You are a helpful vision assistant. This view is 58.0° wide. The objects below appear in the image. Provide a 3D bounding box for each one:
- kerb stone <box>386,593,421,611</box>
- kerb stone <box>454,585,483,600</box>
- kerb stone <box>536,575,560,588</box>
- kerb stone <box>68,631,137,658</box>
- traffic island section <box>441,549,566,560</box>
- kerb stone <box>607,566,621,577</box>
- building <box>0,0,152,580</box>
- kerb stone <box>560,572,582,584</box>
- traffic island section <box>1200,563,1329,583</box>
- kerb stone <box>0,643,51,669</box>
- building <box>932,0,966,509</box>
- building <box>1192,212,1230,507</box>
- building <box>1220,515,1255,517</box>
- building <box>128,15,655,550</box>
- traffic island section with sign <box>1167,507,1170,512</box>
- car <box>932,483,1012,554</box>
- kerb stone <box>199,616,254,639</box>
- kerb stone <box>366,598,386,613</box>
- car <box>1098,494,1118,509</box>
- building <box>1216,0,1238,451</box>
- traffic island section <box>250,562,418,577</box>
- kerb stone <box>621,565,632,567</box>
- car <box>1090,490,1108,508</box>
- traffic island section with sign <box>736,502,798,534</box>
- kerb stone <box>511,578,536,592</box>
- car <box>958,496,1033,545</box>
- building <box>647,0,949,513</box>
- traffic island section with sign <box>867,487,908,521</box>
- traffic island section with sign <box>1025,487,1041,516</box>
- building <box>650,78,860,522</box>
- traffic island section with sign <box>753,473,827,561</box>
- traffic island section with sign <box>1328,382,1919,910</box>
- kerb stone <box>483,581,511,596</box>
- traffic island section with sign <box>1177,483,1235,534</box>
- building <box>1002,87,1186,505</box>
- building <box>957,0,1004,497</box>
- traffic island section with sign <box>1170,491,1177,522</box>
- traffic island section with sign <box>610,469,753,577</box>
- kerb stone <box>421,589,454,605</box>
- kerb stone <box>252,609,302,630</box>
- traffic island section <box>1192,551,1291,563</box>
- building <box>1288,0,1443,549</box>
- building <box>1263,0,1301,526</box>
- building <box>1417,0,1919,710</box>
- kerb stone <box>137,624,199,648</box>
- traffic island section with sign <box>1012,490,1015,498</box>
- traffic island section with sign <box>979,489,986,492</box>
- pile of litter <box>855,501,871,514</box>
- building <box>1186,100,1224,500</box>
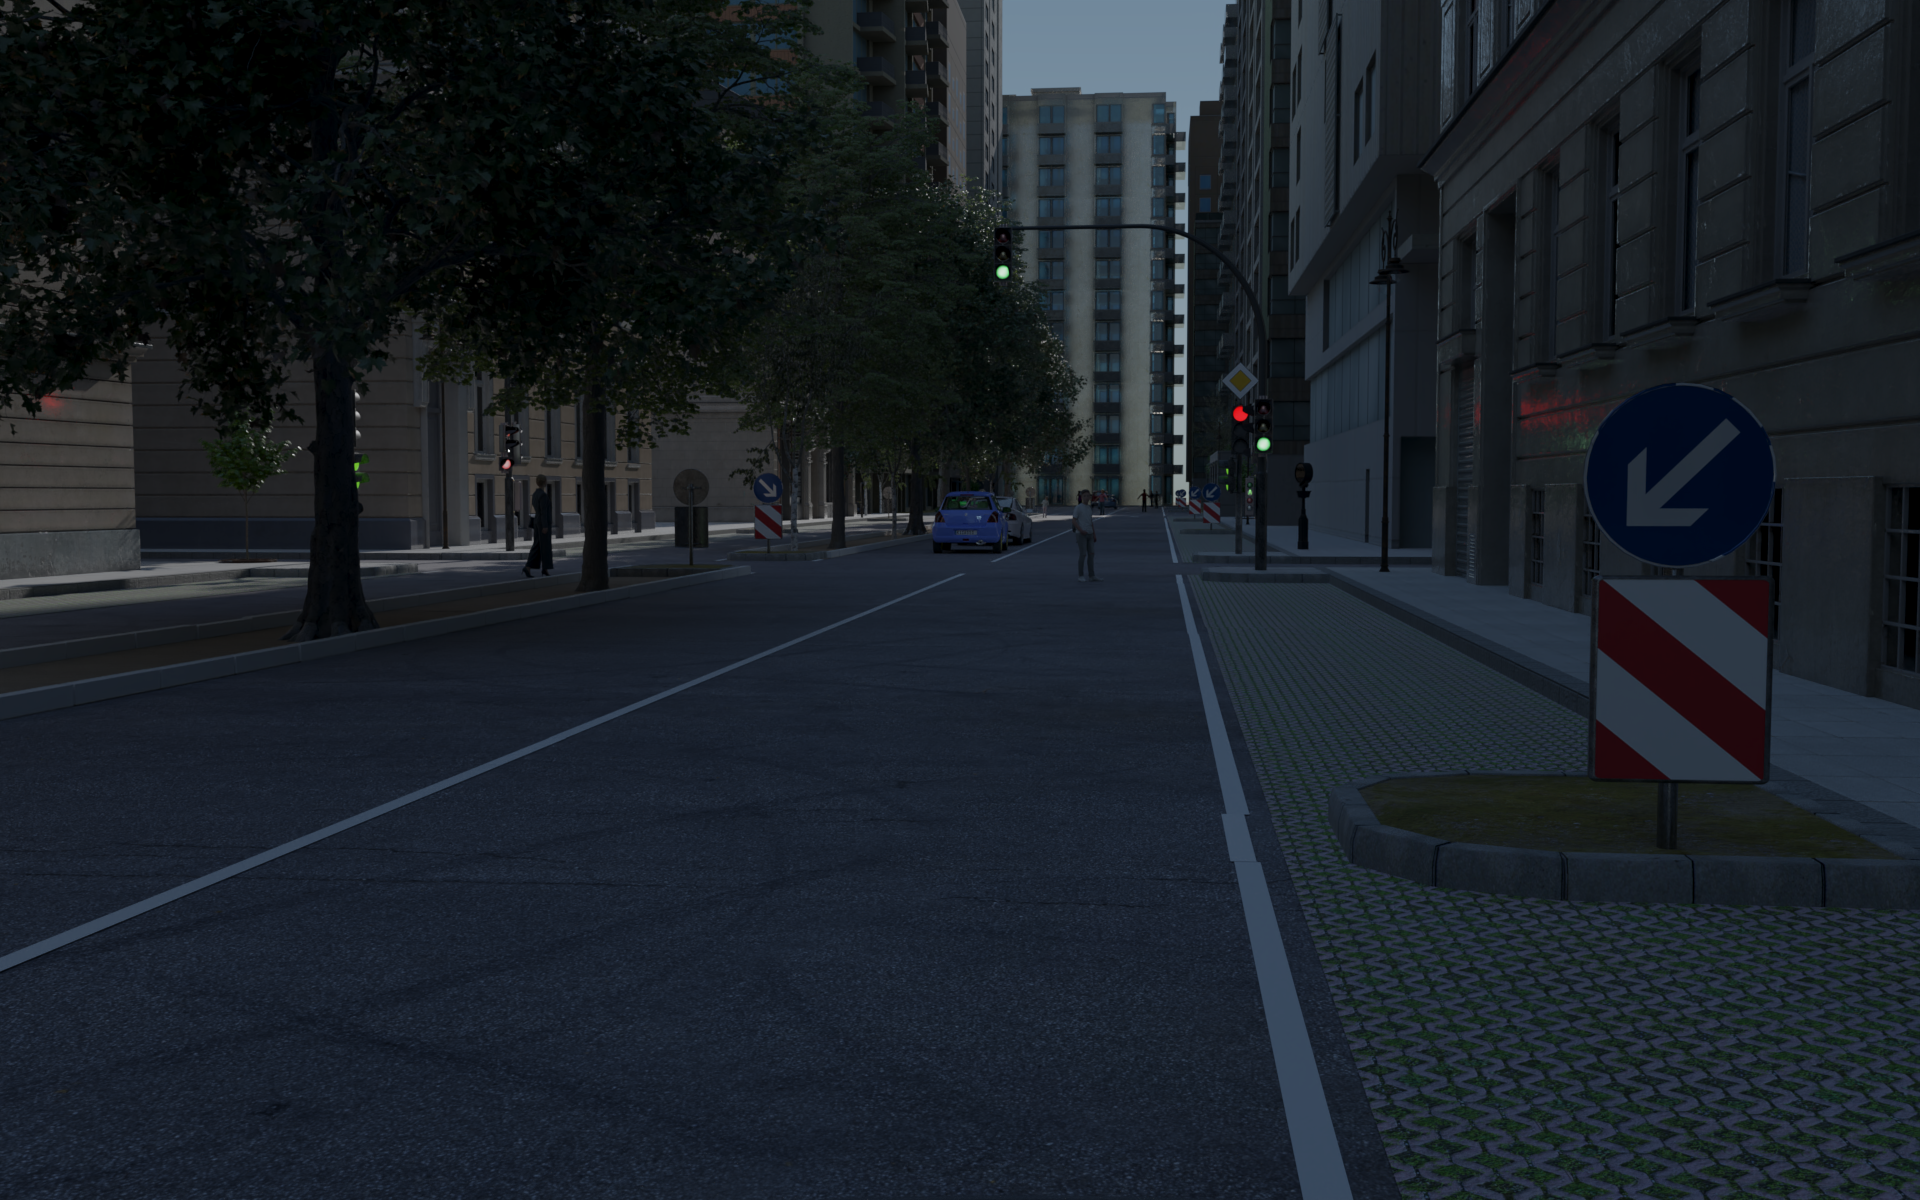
[{"bbox_3d":[-7.014,0.038,21.579,0.120,0.150,1.000,0,4,7],"label":"kerb stone"},{"bbox_3d":[-6.788,-0.087,23.611,0.120,0.150,1.000,0,4,7],"label":"kerb stone"},{"bbox_3d":[-6.429,-0.272,26.659,0.120,0.150,1.000,0,4,7],"label":"kerb stone"},{"bbox_3d":[-7.721,0.412,15.467,0.120,0.150,1.000,0,4,7],"label":"kerb stone"},{"bbox_3d":[-10.141,-1.021,38.978,2.009,0.180,2.903,0,4,7],"label":"traffic island section"},{"bbox_3d":[-6.078,-0.460,29.711,0.120,0.150,1.000,0,4,7],"label":"kerb stone"},{"bbox_3d":[-31.285,-12.619,25.398,34.723,24.649,14.460,0,4,7],"label":"building"},{"bbox_3d":[-6.311,-0.335,27.675,0.120,0.150,1.000,0,4,7],"label":"kerb stone"},{"bbox_3d":[5.081,-0.423,29.191,2.009,0.180,2.903,0,4,7],"label":"traffic island section"},{"bbox_3d":[-7.832,0.476,14.451,0.120,0.150,1.000,0,4,7],"label":"kerb stone"},{"bbox_3d":[-7.108,-30.569,149.915,14.600,45.320,14.200,0,4,7],"label":"building"},{"bbox_3d":[31.106,-24.905,178.890,14.160,30.474,14.107,0,4,7],"label":"building"},{"bbox_3d":[25.139,-40.398,98.759,20.563,71.187,20.611,0,4,7],"label":"building"},{"bbox_3d":[-17.676,-16.107,49.257,13.634,28.700,20.117,0,4,7],"label":"building"},{"bbox_3d":[17.645,-7.936,138.386,1.989,1.847,2.006,0,4,7],"label":"traffic island section with sign"},{"bbox_3d":[0.290,-2.046,43.042,1.945,1.707,3.694,0,4,5],"label":"car"},{"bbox_3d":[-7.479,0.299,17.510,0.120,0.150,1.000,0,4,7],"label":"kerb stone"},{"bbox_3d":[-7.131,0.100,20.564,0.120,0.150,1.000,0,4,7],"label":"kerb stone"},{"bbox_3d":[13.915,-9.233,162.969,2.014,1.417,4.499,0,4,7],"label":"car"},{"bbox_3d":[34.595,-32.769,155.375,23.786,49.044,30.456,0,4,7],"label":"building"},{"bbox_3d":[-11.054,-0.536,31.045,2.009,0.180,2.903,0,4,7],"label":"traffic island section"},{"bbox_3d":[-5.965,-0.520,30.727,0.120,0.150,1.000,0,4,7],"label":"kerb stone"},{"bbox_3d":[14.594,-10.471,179.878,2.281,1.827,5.304,0,4,5],"label":"car"},{"bbox_3d":[-6.993,-3.349,63.382,1.989,1.847,2.006,0,4,7],"label":"traffic island section with sign"},{"bbox_3d":[-6.547,-0.211,25.644,0.120,0.150,1.000,0,4,7],"label":"kerb stone"},{"bbox_3d":[1.013,-2.287,49.750,2.083,1.381,4.827,0,4,7],"label":"car"},{"bbox_3d":[-12.654,-28.999,128.750,22.147,44.769,28.867,0,4,7],"label":"building"},{"bbox_3d":[-3.773,-5.068,91.494,1.989,1.847,2.006,0,4,7],"label":"traffic island section with sign"},{"bbox_3d":[4.518,-6.388,112.584,2.006,1.907,1.989,0,4,7],"label":"traffic island section with sign"},{"bbox_3d":[-12.562,-13.972,79.356,10.553,20.767,40.483,0,4,7],"label":"building"},{"bbox_3d":[-4.056,-1.823,37.934,2.006,1.907,1.989,0,4,7],"label":"traffic island section with sign"},{"bbox_3d":[2.544,0.102,6.959,1.989,1.847,2.006,0,4,7],"label":"traffic island section with sign"},{"bbox_3d":[-6.661,-0.149,24.625,0.120,0.150,1.000,0,4,7],"label":"kerb stone"},{"bbox_3d":[8.879,-3.268,62.054,1.989,1.847,2.006,0,4,7],"label":"traffic island section with sign"},{"bbox_3d":[11.433,-35.924,206.961,30.456,49.044,23.786,0,4,7],"label":"building"},{"bbox_3d":[-6.606,-45.344,179.628,20.611,71.187,20.563,0,4,7],"label":"building"},{"bbox_3d":[12.090,-4.979,90.039,1.989,1.847,2.006,0,4,7],"label":"traffic island section with sign"},{"bbox_3d":[-4.912,-1.372,30.577,2.006,1.907,1.989,0,4,7],"label":"traffic island section with sign"},{"bbox_3d":[-6.896,-0.024,22.594,0.120,0.150,1.000,0,4,7],"label":"kerb stone"},{"bbox_3d":[-7.365,0.225,18.524,0.120,0.150,1.000,0,4,7],"label":"kerb stone"},{"bbox_3d":[5.993,-0.908,37.124,2.009,0.180,2.903,0,4,7],"label":"traffic island section"},{"bbox_3d":[23.515,-28.088,48.475,27.495,52.752,28.713,0,4,7],"label":"building"},{"bbox_3d":[20.153,-18.556,75.096,14.160,30.474,14.107,0,4,7],"label":"building"},{"bbox_3d":[13.320,-10.976,12.747,16.112,22.955,30.059,0,4,7],"label":"building"},{"bbox_3d":[-7.602,0.349,16.489,0.120,0.150,1.000,0,4,7],"label":"kerb stone"},{"bbox_3d":[5.005,-9.734,167.781,1.989,1.847,2.006,0,4,7],"label":"traffic island section with sign"},{"bbox_3d":[1.818,-8.037,140.035,1.989,1.847,2.006,0,4,7],"label":"traffic island section with sign"},{"bbox_3d":[-6.405,-5.841,109.472,1.719,0.858,1.176,1,4,17],"label":"pile of litter"},{"bbox_3d":[33.458,-33.632,199.993,14.200,45.320,14.600,0,4,7],"label":"building"}]
